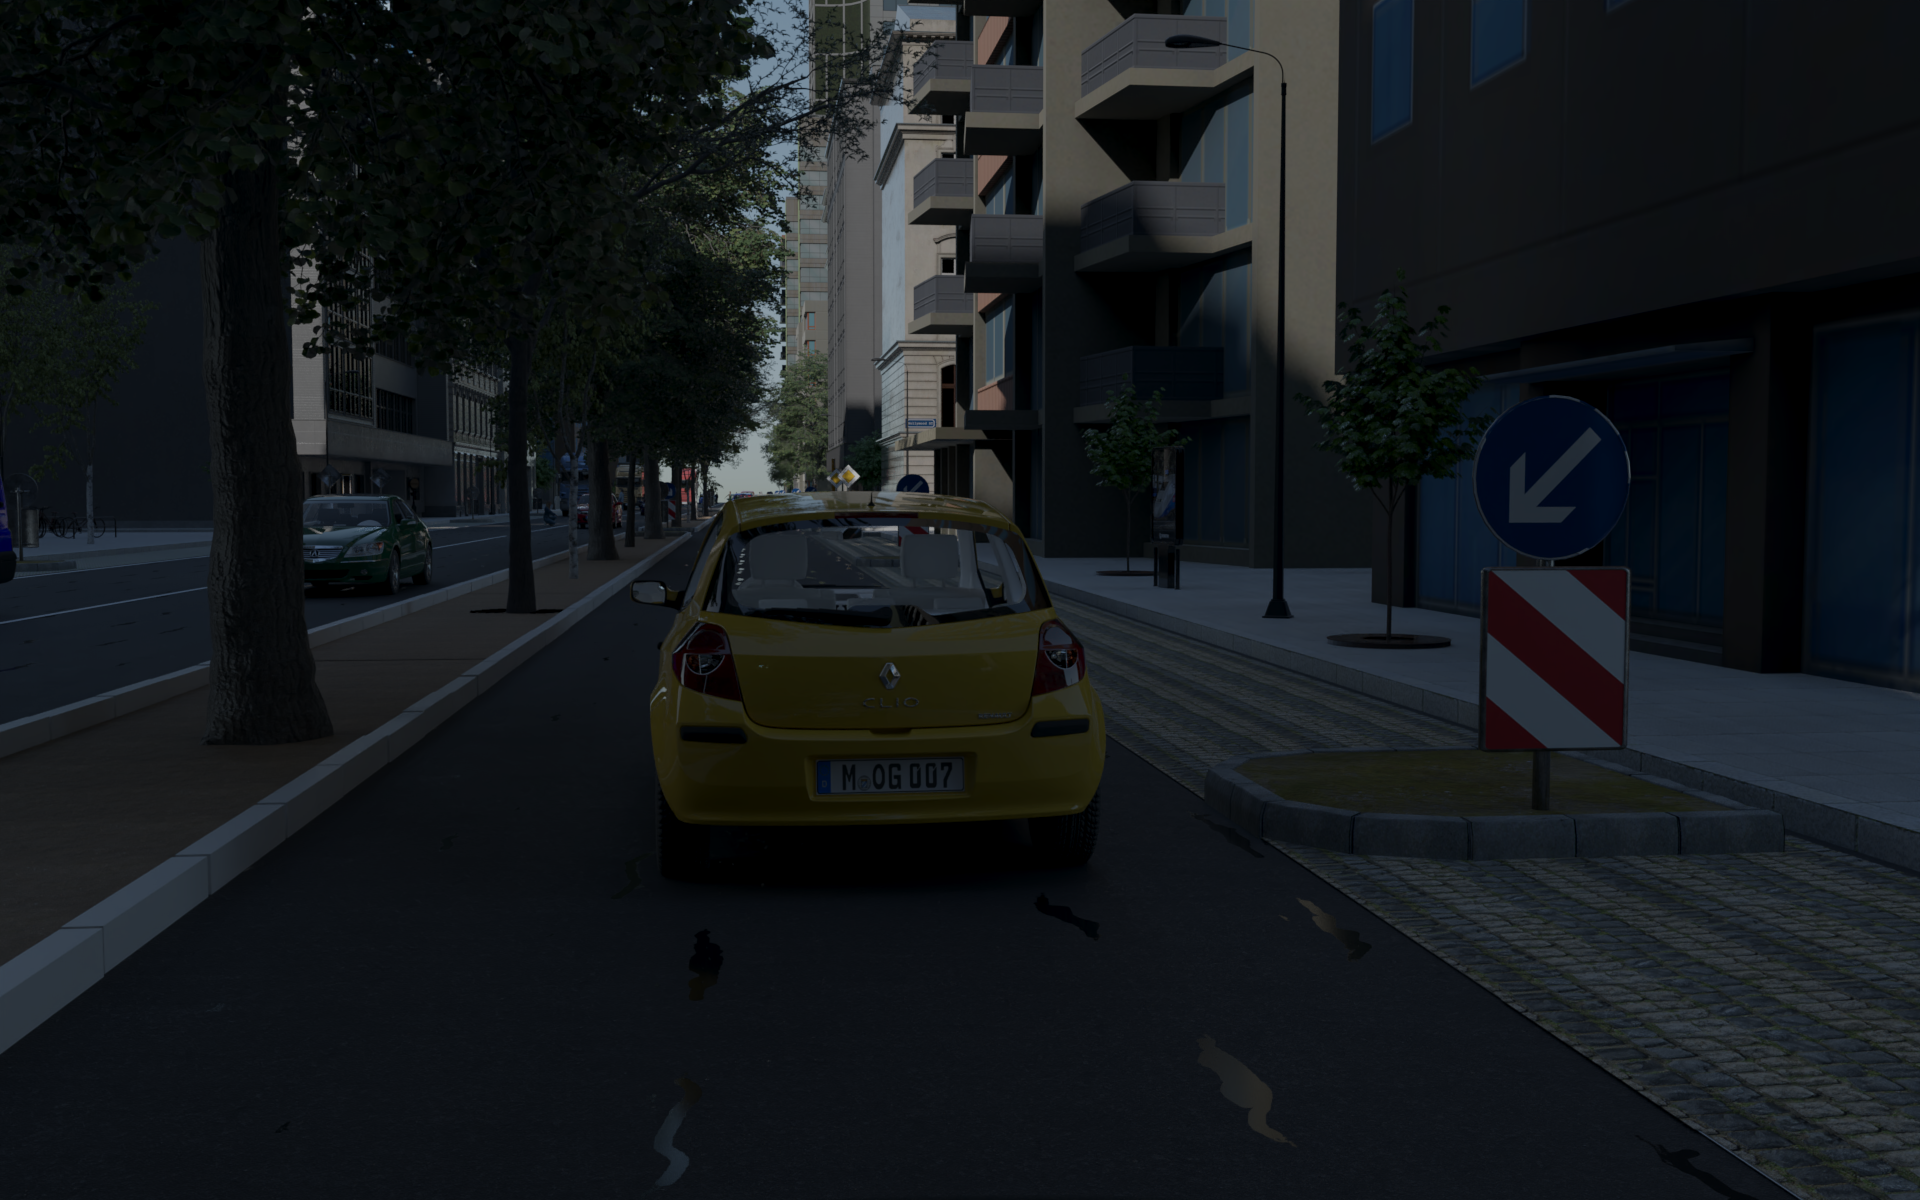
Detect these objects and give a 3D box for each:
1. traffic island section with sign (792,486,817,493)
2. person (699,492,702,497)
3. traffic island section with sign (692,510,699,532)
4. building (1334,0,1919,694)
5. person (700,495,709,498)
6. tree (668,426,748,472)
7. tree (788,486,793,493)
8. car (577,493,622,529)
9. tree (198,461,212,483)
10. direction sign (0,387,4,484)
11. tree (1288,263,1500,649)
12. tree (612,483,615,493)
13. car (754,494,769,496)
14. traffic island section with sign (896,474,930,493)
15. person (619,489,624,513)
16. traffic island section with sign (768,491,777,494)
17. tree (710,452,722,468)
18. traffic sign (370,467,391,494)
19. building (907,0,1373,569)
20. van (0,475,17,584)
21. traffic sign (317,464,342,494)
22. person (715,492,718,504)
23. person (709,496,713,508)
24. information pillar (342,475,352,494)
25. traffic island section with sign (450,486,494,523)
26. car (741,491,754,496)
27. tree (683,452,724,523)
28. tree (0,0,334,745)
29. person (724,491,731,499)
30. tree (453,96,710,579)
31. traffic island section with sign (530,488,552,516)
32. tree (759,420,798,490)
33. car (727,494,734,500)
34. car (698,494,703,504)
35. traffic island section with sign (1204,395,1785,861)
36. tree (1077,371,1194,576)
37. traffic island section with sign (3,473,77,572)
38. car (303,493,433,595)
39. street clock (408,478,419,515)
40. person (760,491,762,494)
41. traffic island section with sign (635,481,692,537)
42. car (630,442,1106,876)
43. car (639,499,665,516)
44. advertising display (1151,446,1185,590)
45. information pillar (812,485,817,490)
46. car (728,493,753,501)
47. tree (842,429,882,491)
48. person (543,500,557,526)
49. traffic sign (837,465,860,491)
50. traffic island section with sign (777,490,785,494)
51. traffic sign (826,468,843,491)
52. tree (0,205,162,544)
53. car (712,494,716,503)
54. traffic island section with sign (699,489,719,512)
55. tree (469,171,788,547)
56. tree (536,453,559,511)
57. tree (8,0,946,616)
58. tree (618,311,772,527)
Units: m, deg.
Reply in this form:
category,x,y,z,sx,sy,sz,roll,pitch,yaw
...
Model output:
category,x,y,z,sx,sy,sz,roll,pitch,yaw
traffic island section with sign,-7.853,-4.964,89.784,1.989,1.847,2.006,0,4,-7
person,-40.482,-15.938,269.602,0.721,1.766,1.217,0,4,-5
traffic island section with sign,-11.125,-3.544,66.082,2.006,1.907,1.989,0,4,-7
building,12.182,-22.211,13.268,14.600,45.320,14.200,0,4,-7
person,-27.593,-10.896,187.373,1.217,1.736,0.721,-1,4,-8
tree,-20.101,-12.693,135.740,9.928,11.665,9.643,0,3,0
tree,-22.494,-14.576,232.924,1.663,3.219,1.824,0,3,0
car,-15.302,-3.920,73.124,2.155,1.783,4.494,0,4,-6
tree,-22.351,-3.607,53.582,1.663,3.219,1.824,0,3,0
direction sign,-20.105,-2.712,36.345,0.379,3.537,0.876,-2,4,-27
tree,3.663,-1.222,14.581,1.663,3.219,1.824,0,3,0
tree,-42.670,-13.480,214.999,1.663,3.219,1.824,0,3,0
car,-13.356,-6.536,117.089,2.015,1.641,3.980,0,4,-6
traffic island section with sign,-1.120,-1.595,34.710,1.989,1.847,2.006,0,4,-7
person,-25.546,-7.464,130.795,0.793,1.790,0.793,-1,4,-19
traffic island section with sign,-17.141,-9.612,165.790,1.989,1.847,2.006,0,4,-7
tree,-17.642,-10.146,118.710,4.737,8.622,4.395,0,3,0
traffic sign,-21.752,-3.757,65.073,0.795,2.450,0.064,0,4,-7
building,10.232,-23.738,42.745,22.147,44.769,28.867,0,4,-7
van,-12.161,-0.858,18.410,2.240,2.365,5.245,0,4,-6
traffic sign,-20.783,-3.272,57.146,0.795,2.450,0.064,0,4,-7
person,-35.601,-14.931,253.532,0.541,1.710,0.530,-2,4,-28
person,-25.912,-10.490,180.026,0.705,1.821,1.348,0,4,4
information pillar,-23.366,-3.768,66.096,0.304,2.012,0.304,-1,4,-10
traffic island section with sign,-24.450,-4.786,86.874,1.989,1.847,2.006,0,4,-7
car,-24.695,-11.776,201.209,2.281,1.827,5.304,0,4,-8
tree,-13.335,-8.076,84.860,4.360,8.622,3.978,0,3,0
tree,-4.017,-6.145,9.591,9.857,13.997,8.962,0,3,0
person,-24.274,-10.614,182.754,1.217,1.735,0.721,1,4,12
tree,-6.555,-4.663,29.059,4.737,8.622,4.395,0,3,0
traffic island section with sign,-27.737,-6.431,113.781,1.989,1.847,2.006,0,4,-7
tree,-21.284,-18.847,225.155,9.611,12.733,9.660,0,3,0
car,-17.152,-7.687,134.476,1.959,1.807,4.718,0,4,-6
car,-36.319,-14.490,246.508,1.945,1.707,3.694,0,4,-7
traffic island section with sign,2.175,0.057,7.700,1.989,1.847,2.006,0,4,-7
tree,2.604,-2.012,27.491,1.663,3.219,1.824,0,3,0
traffic island section with sign,-17.799,-1.457,32.446,1.989,1.847,2.006,0,4,-7
car,-9.146,-0.871,26.044,2.131,1.459,4.920,0,4,-8
street clock,-25.225,-4.612,79.975,0.358,2.002,0.471,3,5,41
person,-22.512,-11.400,195.615,0.721,1.736,1.217,3,5,42
traffic island section with sign,-10.236,-3.094,58.728,2.006,1.907,1.989,0,4,-7
car,-0.526,0.135,8.017,2.015,1.641,3.980,-1,4,-8
car,-20.649,-6.386,116.985,1.945,1.354,3.894,0,4,-8
advertising display,2.823,-1.125,23.614,0.123,1.923,0.974,-1,4,-14
information pillar,-11.161,-7.853,132.882,0.304,2.012,0.304,-3,5,-42
car,-13.869,-6.192,110.829,1.945,1.707,3.694,0,4,-8
tree,-4.197,-6.294,86.620,4.285,4.588,4.351,0,3,0
person,-18.354,-3.905,77.845,0.738,1.151,1.012,0,4,-3
traffic sign,-3.812,-3.398,59.192,0.795,2.450,0.064,0,4,-7
traffic island section with sign,-11.136,-6.607,116.648,1.989,1.847,2.006,0,4,-7
traffic sign,-4.781,-3.882,67.119,0.795,2.450,0.064,0,4,-7
tree,-22.551,-5.742,44.248,4.737,8.622,4.395,0,3,0
car,-38.753,-15.788,269.923,2.131,1.459,4.920,0,4,-6
traffic island section with sign,-20.251,-8.106,140.666,2.006,1.907,1.989,0,4,-7
tree,-8.843,-6.663,45.815,8.767,10.594,7.601,0,4,-7
tree,-32.352,-9.074,132.070,4.285,4.588,4.351,0,3,0
tree,-5.318,-6.588,20.541,12.009,13.543,11.850,0,3,0
tree,-11.643,-9.209,71.146,7.486,12.596,7.792,0,3,0
